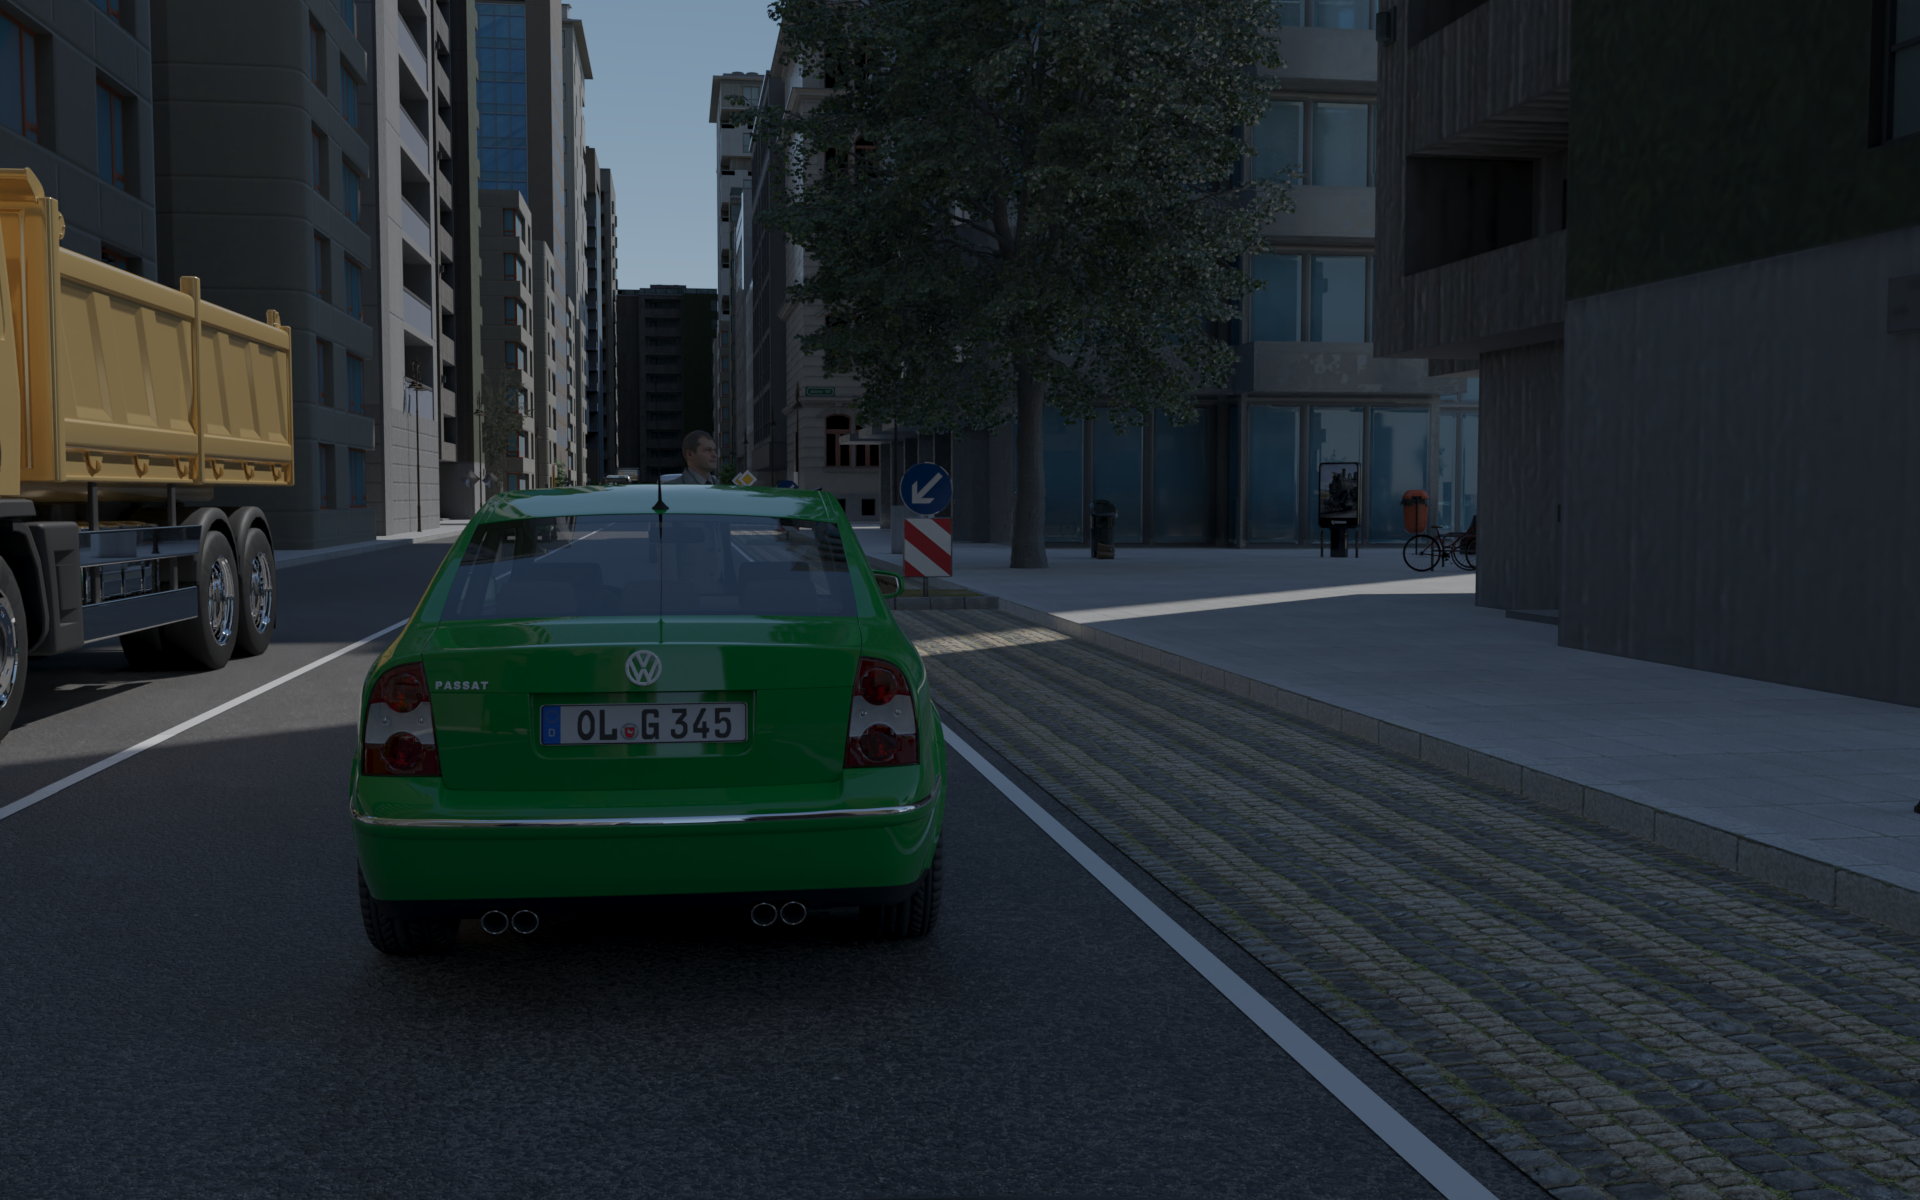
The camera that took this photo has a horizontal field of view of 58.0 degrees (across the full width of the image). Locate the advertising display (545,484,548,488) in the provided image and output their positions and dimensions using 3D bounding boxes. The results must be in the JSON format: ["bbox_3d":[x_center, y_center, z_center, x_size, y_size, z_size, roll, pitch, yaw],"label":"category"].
[{"bbox_3d":[-26.053,-6.358,109.171,0.123,1.923,0.974,-1,4,-18],"label":"advertising display"}]

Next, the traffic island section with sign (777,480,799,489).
[{"bbox_3d":[-5.012,-2.457,48.805,1.989,1.847,2.006,-1,4,-9],"label":"traffic island section with sign"}]

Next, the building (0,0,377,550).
[{"bbox_3d":[-27.627,-11.394,31.336,27.650,21.520,28.899,-1,4,-9],"label":"building"}]

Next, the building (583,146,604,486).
[{"bbox_3d":[-52.579,-34.726,217.881,14.200,45.320,14.600,-1,4,-9],"label":"building"}]

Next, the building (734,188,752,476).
[{"bbox_3d":[-12.373,-19.976,144.637,12.078,24.808,19.932,-1,4,-9],"label":"building"}]

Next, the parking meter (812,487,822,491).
[{"bbox_3d":[-5.018,-3.202,60.758,0.372,1.533,0.369,0,3,0],"label":"parking meter"}]

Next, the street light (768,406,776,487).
[{"bbox_3d":[-9.713,-7.152,89.726,0.468,5.910,1.993,-1,4,-9],"label":"street light"}]

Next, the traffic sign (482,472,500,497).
[{"bbox_3d":[-20.921,-4.504,77.287,0.795,2.450,0.064,-1,4,-9],"label":"traffic sign"}]

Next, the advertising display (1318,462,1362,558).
[{"bbox_3d":[7.684,-1.825,35.053,0.123,1.923,0.974,-3,5,-42],"label":"advertising display"}]

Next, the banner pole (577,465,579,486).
[{"bbox_3d":[-32.533,-9.641,147.650,0.401,3.779,0.863,-1,4,-15],"label":"banner pole"}]

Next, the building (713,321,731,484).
[{"bbox_3d":[-12.664,-21.045,189.131,27.650,21.520,28.899,-1,4,-9],"label":"building"}]

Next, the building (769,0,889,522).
[{"bbox_3d":[2.699,-18.328,87.057,23.554,28.519,14.401,-1,4,-9],"label":"building"}]

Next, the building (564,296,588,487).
[{"bbox_3d":[-50.114,-19.477,163.490,27.650,21.520,28.899,-1,4,-9],"label":"building"}]

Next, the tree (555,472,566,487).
[{"bbox_3d":[-30.409,-8.219,128.984,1.663,3.219,1.824,0,3,0],"label":"tree"}]

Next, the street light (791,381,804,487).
[{"bbox_3d":[-6.659,-6.013,71.106,0.468,5.910,1.993,-1,4,-9],"label":"street light"}]

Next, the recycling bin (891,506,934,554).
[{"bbox_3d":[-1.019,-1.509,37.231,0.722,1.027,0.722,1,4,22],"label":"recycling bin"}]

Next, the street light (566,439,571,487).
[{"bbox_3d":[-31.816,-10.274,140.774,0.468,5.910,1.993,-1,4,-9],"label":"street light"}]

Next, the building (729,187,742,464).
[{"bbox_3d":[-15.099,-24.139,166.380,14.160,30.474,14.107,-1,4,-9],"label":"building"}]

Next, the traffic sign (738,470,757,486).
[{"bbox_3d":[-8.724,-4.130,71.172,0.795,2.450,0.064,-1,4,-9],"label":"traffic sign"}]

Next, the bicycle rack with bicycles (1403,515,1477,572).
[{"bbox_3d":[9.081,-0.959,29.062,2.925,0.926,2.852,1,4,22],"label":"bicycle rack with bicycles"}]

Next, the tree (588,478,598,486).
[{"bbox_3d":[-44.556,-13.283,211.780,1.663,3.219,1.824,0,3,0],"label":"tree"}]

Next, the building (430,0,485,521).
[{"bbox_3d":[-30.777,-18.997,82.302,14.160,30.474,14.107,-1,4,-9],"label":"building"}]

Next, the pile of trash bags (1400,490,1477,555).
[{"bbox_3d":[11.038,-1.636,36.496,3.447,1.369,1.912,0,4,8],"label":"pile of trash bags"}]

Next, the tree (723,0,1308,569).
[{"bbox_3d":[1.090,-7.527,29.729,9.857,13.997,8.962,0,3,0],"label":"tree"}]

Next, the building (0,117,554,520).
[{"bbox_3d":[-41.008,-16.251,110.741,27.650,21.520,28.899,-1,4,-9],"label":"building"}]

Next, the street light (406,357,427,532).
[{"bbox_3d":[-18.288,-5.237,58.415,0.468,5.910,1.993,-1,4,-9],"label":"street light"}]

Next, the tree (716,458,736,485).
[{"bbox_3d":[-20.364,-10.558,156.343,4.285,4.588,4.351,0,3,0],"label":"tree"}]

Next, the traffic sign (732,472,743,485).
[{"bbox_3d":[-10.019,-4.612,79.052,0.795,2.450,0.064,-1,4,-9],"label":"traffic sign"}]

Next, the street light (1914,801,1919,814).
[{"bbox_3d":[3.935,-2.079,6.780,0.468,5.910,1.993,-1,4,-9],"label":"street light"}]

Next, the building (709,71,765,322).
[{"bbox_3d":[-16.418,-38.355,216.337,28.713,52.752,27.495,-1,4,-9],"label":"building"}]

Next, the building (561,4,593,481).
[{"bbox_3d":[-55.167,-36.758,190.230,28.713,52.752,27.495,-1,4,-9],"label":"building"}]

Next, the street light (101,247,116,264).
[{"bbox_3d":[-13.124,-3.314,26.965,0.468,5.910,1.993,-1,4,-9],"label":"street light"}]

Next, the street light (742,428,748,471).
[{"bbox_3d":[-14.986,-9.075,121.159,0.468,5.910,1.993,-1,4,-9],"label":"street light"}]

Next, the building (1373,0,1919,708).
[{"bbox_3d":[11.632,-14.996,16.893,14.160,30.474,14.107,-1,4,-9],"label":"building"}]

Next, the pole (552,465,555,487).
[{"bbox_3d":[-28.697,-7.861,122.373,0.158,3.312,0.155,0,3,0],"label":"pole"}]

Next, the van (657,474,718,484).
[{"bbox_3d":[-5.903,-1.878,37.718,2.013,2.044,4.112,-1,4,-8],"label":"van"}]

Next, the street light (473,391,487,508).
[{"bbox_3d":[-21.431,-6.397,77.378,0.468,5.910,1.993,-1,4,-9],"label":"street light"}]

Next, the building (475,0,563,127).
[{"bbox_3d":[-39.494,-29.972,140.151,14.600,45.320,14.200,-1,4,-9],"label":"building"}]

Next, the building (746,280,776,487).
[{"bbox_3d":[-9.994,-16.606,126.261,10.420,20.320,16.860,-1,4,-9],"label":"building"}]

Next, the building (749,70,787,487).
[{"bbox_3d":[-5.126,-19.085,105.554,14.314,27.812,24.014,-1,4,-9],"label":"building"}]

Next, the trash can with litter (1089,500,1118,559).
[{"bbox_3d":[2.913,-1.409,34.422,0.624,1.170,1.055,0,4,-5],"label":"trash can with litter"}]

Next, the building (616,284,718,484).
[{"bbox_3d":[-40.781,-28.770,242.088,14.107,30.474,14.160,-1,4,-9],"label":"building"}]

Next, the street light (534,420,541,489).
[{"bbox_3d":[-26.508,-8.321,108.843,0.468,5.910,1.993,-1,4,-9],"label":"street light"}]

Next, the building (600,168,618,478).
[{"bbox_3d":[-59.105,-37.874,242.945,21.600,48.544,21.300,-1,4,-9],"label":"building"}]

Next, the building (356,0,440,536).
[{"bbox_3d":[-32.804,-31.509,57.178,28.212,58.520,21.231,-1,4,-9],"label":"building"}]

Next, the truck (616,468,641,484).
[{"bbox_3d":[-35.960,-12.157,187.674,2.839,4.237,11.283,-1,4,-10],"label":"truck"}]

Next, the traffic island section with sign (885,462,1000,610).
[{"bbox_3d":[-0.641,-0.830,22.205,1.989,1.847,2.006,-1,4,-9],"label":"traffic island section with sign"}]

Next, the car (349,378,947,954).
[{"bbox_3d":[-1.132,0.119,6.850,1.959,1.807,4.718,0,4,-7],"label":"car"}]

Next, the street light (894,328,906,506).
[{"bbox_3d":[-1.451,-4.064,39.227,0.468,5.910,1.993,-1,4,-9],"label":"street light"}]

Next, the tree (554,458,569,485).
[{"bbox_3d":[-31.618,-9.122,132.864,4.285,4.588,4.351,0,3,0],"label":"tree"}]

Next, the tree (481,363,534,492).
[{"bbox_3d":[-25.810,-8.934,96.438,4.360,8.622,3.978,0,3,0],"label":"tree"}]

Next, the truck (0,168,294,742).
[{"bbox_3d":[-6.944,-0.959,11.602,3.469,3.379,9.791,0,4,-8],"label":"truck"}]

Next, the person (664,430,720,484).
[{"bbox_3d":[-1.551,-0.109,10.376,0.767,1.812,0.694,2,4,29],"label":"person"}]

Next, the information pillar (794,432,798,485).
[{"bbox_3d":[-6.175,-4.517,65.200,0.183,3.616,0.504,-1,4,-15],"label":"information pillar"}]

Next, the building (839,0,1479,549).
[{"bbox_3d":[8.828,-26.527,53.322,23.786,49.044,30.456,-1,4,-9],"label":"building"}]

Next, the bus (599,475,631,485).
[{"bbox_3d":[-32.842,-10.452,165.745,2.948,3.499,13.247,-1,4,-10],"label":"bus"}]

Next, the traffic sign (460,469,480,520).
[{"bbox_3d":[-19.626,-4.022,69.407,0.795,2.450,0.064,-1,4,-9],"label":"traffic sign"}]

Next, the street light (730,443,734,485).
[{"bbox_3d":[-20.122,-11.017,152.915,0.468,5.910,1.993,-1,4,-9],"label":"street light"}]
